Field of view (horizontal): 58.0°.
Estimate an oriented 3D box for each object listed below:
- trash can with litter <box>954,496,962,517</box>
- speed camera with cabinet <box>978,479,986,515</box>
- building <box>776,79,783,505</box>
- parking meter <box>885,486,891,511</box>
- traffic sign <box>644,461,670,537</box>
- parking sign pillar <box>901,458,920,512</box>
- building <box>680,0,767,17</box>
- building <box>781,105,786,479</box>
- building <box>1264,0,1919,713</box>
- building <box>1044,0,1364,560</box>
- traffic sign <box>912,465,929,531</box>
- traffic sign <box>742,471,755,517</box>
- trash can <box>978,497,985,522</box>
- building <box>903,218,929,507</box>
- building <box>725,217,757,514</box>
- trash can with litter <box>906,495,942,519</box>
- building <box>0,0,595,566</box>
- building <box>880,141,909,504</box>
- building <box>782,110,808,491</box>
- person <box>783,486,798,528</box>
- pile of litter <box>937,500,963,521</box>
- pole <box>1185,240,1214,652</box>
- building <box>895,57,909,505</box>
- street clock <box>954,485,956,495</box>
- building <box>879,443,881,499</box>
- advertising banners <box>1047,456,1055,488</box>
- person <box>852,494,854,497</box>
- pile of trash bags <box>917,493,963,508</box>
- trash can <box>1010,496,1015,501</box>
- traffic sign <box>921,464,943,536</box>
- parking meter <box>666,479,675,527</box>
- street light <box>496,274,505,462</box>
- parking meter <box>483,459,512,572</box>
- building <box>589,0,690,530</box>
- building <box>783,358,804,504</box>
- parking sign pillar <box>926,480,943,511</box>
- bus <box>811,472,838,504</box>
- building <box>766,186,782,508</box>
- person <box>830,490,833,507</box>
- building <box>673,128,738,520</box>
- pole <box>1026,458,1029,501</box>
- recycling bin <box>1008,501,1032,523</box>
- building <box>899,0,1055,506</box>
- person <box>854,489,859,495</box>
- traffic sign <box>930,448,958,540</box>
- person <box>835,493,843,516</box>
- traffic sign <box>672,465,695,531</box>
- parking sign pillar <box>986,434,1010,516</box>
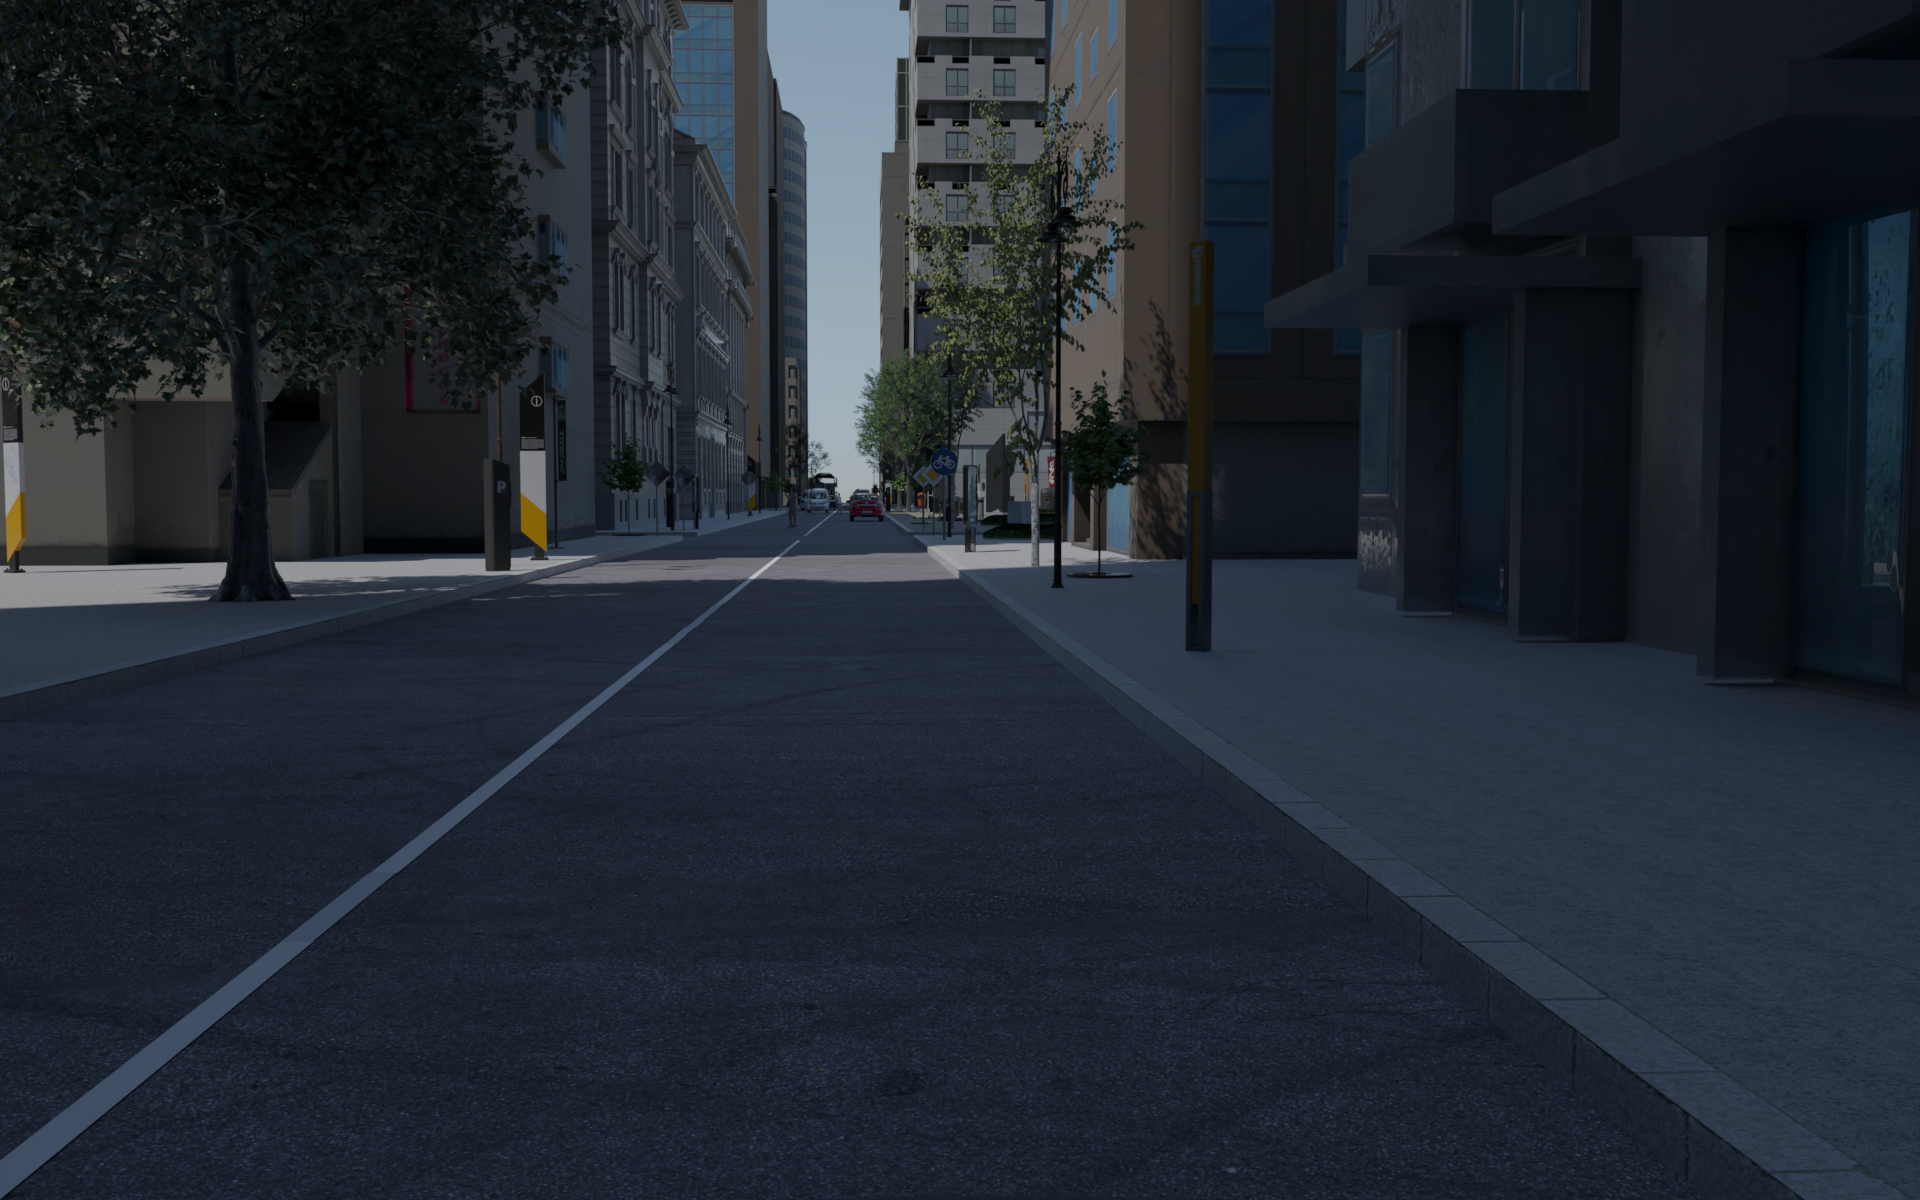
[{"bbox_3d":[-0.308,-5.329,98.521,0.624,1.170,1.055,1,4,22],"label":"trash can with litter"},{"bbox_3d":[1.436,-6.683,103.596,0.660,3.252,2.038,-1,4,-19],"label":"speed camera with cabinet"},{"bbox_3d":[-25.346,-31.737,169.012,14.600,45.320,14.200,0,4,-3],"label":"building"},{"bbox_3d":[-5.345,-7.518,128.623,0.399,1.863,0.255,0,4,2],"label":"parking meter"},{"bbox_3d":[-9.077,-2.952,51.909,0.795,2.450,0.064,0,4,-3],"label":"traffic sign"},{"bbox_3d":[-3.641,-8.495,127.361,1.447,3.967,1.447,0,4,6],"label":"parking sign pillar"},{"bbox_3d":[-22.856,-30.015,140.855,14.600,45.320,14.200,0,4,-3],"label":"building"},{"bbox_3d":[-25.895,-32.604,183.178,14.600,45.320,14.200,0,4,-3],"label":"building"},{"bbox_3d":[15.554,-23.840,9.386,23.786,49.044,30.456,0,4,-3],"label":"building"},{"bbox_3d":[9.597,-23.814,39.472,14.600,45.320,14.200,0,4,-3],"label":"building"},{"bbox_3d":[-1.270,-3.468,60.350,0.795,2.450,0.064,0,4,-3],"label":"traffic sign"},{"bbox_3d":[-11.869,-5.938,97.190,0.768,2.556,0.104,0,4,0],"label":"traffic sign"},{"bbox_3d":[0.805,-4.183,80.045,0.748,1.137,0.748,0,3,0],"label":"trash can"},{"bbox_3d":[1.006,-25.171,183.253,14.160,30.474,14.107,0,4,-3],"label":"building"},{"bbox_3d":[-21.005,-16.800,116.482,13.314,21.916,24.055,0,4,-3],"label":"building"},{"bbox_3d":[-1.717,-4.792,89.406,2.233,1.210,1.678,-1,4,-9],"label":"trash can with litter"},{"bbox_3d":[-20.850,-25.432,39.522,21.600,48.544,21.300,0,4,-3],"label":"building"},{"bbox_3d":[-0.009,-37.337,234.163,21.300,48.544,21.600,0,4,-3],"label":"building"},{"bbox_3d":[-33.852,-43.944,260.476,21.231,58.520,28.212,0,4,-3],"label":"building"},{"bbox_3d":[-7.236,-3.972,73.803,0.532,1.782,0.716,-2,4,-33],"label":"person"},{"bbox_3d":[-0.484,-4.174,82.206,1.176,0.858,1.719,-3,4,-37],"label":"pile of litter"},{"bbox_3d":[1.950,-1.237,14.063,0.158,3.312,0.155,0,3,0],"label":"pole"},{"bbox_3d":[-2.384,-51.719,283.851,20.563,71.187,20.611,0,4,-3],"label":"building"},{"bbox_3d":[-0.469,-7.816,132.364,0.358,2.002,0.471,0,4,-6],"label":"street clock"},{"bbox_3d":[1.838,-25.433,260.865,27.650,21.520,28.899,0,4,-3],"label":"building"},{"bbox_3d":[4.769,-5.112,79.767,0.090,3.025,2.074,-3,5,-44],"label":"advertising banners"},{"bbox_3d":[-12.602,-12.340,210.278,1.348,1.821,0.705,1,4,11],"label":"person"},{"bbox_3d":[-1.119,-6.304,112.820,3.447,1.369,1.912,1,4,11],"label":"pile of trash bags"},{"bbox_3d":[3.949,-7.576,135.525,0.748,1.137,0.748,0,3,0],"label":"trash can"},{"bbox_3d":[-0.796,-2.981,52.379,0.795,2.450,0.064,0,4,-3],"label":"traffic sign"},{"bbox_3d":[-11.190,-3.744,66.918,0.255,1.863,0.399,1,4,8],"label":"parking meter"},{"bbox_3d":[-8.203,-3.549,30.815,0.468,5.910,1.993,0,4,-3],"label":"street light"},{"bbox_3d":[-7.692,-1.414,28.832,0.255,1.863,0.399,3,4,39],"label":"parking meter"},{"bbox_3d":[-19.044,-17.345,70.978,14.401,28.519,23.554,0,4,-3],"label":"building"},{"bbox_3d":[-35.411,-23.726,232.961,27.650,21.520,28.899,0,4,-3],"label":"building"},{"bbox_3d":[-1.878,-8.893,133.874,1.447,3.967,1.447,0,4,2],"label":"parking sign pillar"},{"bbox_3d":[-15.655,-12.831,201.332,2.896,3.916,12.252,0,4,-2],"label":"bus"},{"bbox_3d":[-23.451,-23.469,155.426,14.160,30.474,14.107,0,4,-3],"label":"building"},{"bbox_3d":[-14.285,-11.281,192.575,0.705,1.869,1.348,0,4,-5],"label":"person"},{"bbox_3d":[-18.558,-15.771,94.005,11.583,22.565,21.152,0,4,-3],"label":"building"},{"bbox_3d":[3.863,-6.435,99.057,0.158,3.312,0.155,0,3,0],"label":"pole"},{"bbox_3d":[2.168,-2.968,61.088,0.722,1.027,0.722,-3,4,-36],"label":"recycling bin"},{"bbox_3d":[9.032,-35.047,162.250,28.713,52.752,27.495,0,4,-3],"label":"building"},{"bbox_3d":[-7.728,-7.435,129.917,0.638,1.841,0.748,-2,4,-24],"label":"person"},{"bbox_3d":[-0.438,-2.933,48.056,0.768,2.556,0.104,0,3,0],"label":"traffic sign"},{"bbox_3d":[-7.790,-6.174,112.038,0.523,1.515,0.503,1,4,22],"label":"person"},{"bbox_3d":[-9.551,-3.440,59.880,0.795,2.450,0.064,0,4,-3],"label":"traffic sign"},{"bbox_3d":[1.706,-5.463,77.786,1.447,3.967,1.447,-2,4,-35],"label":"parking sign pillar"}]
